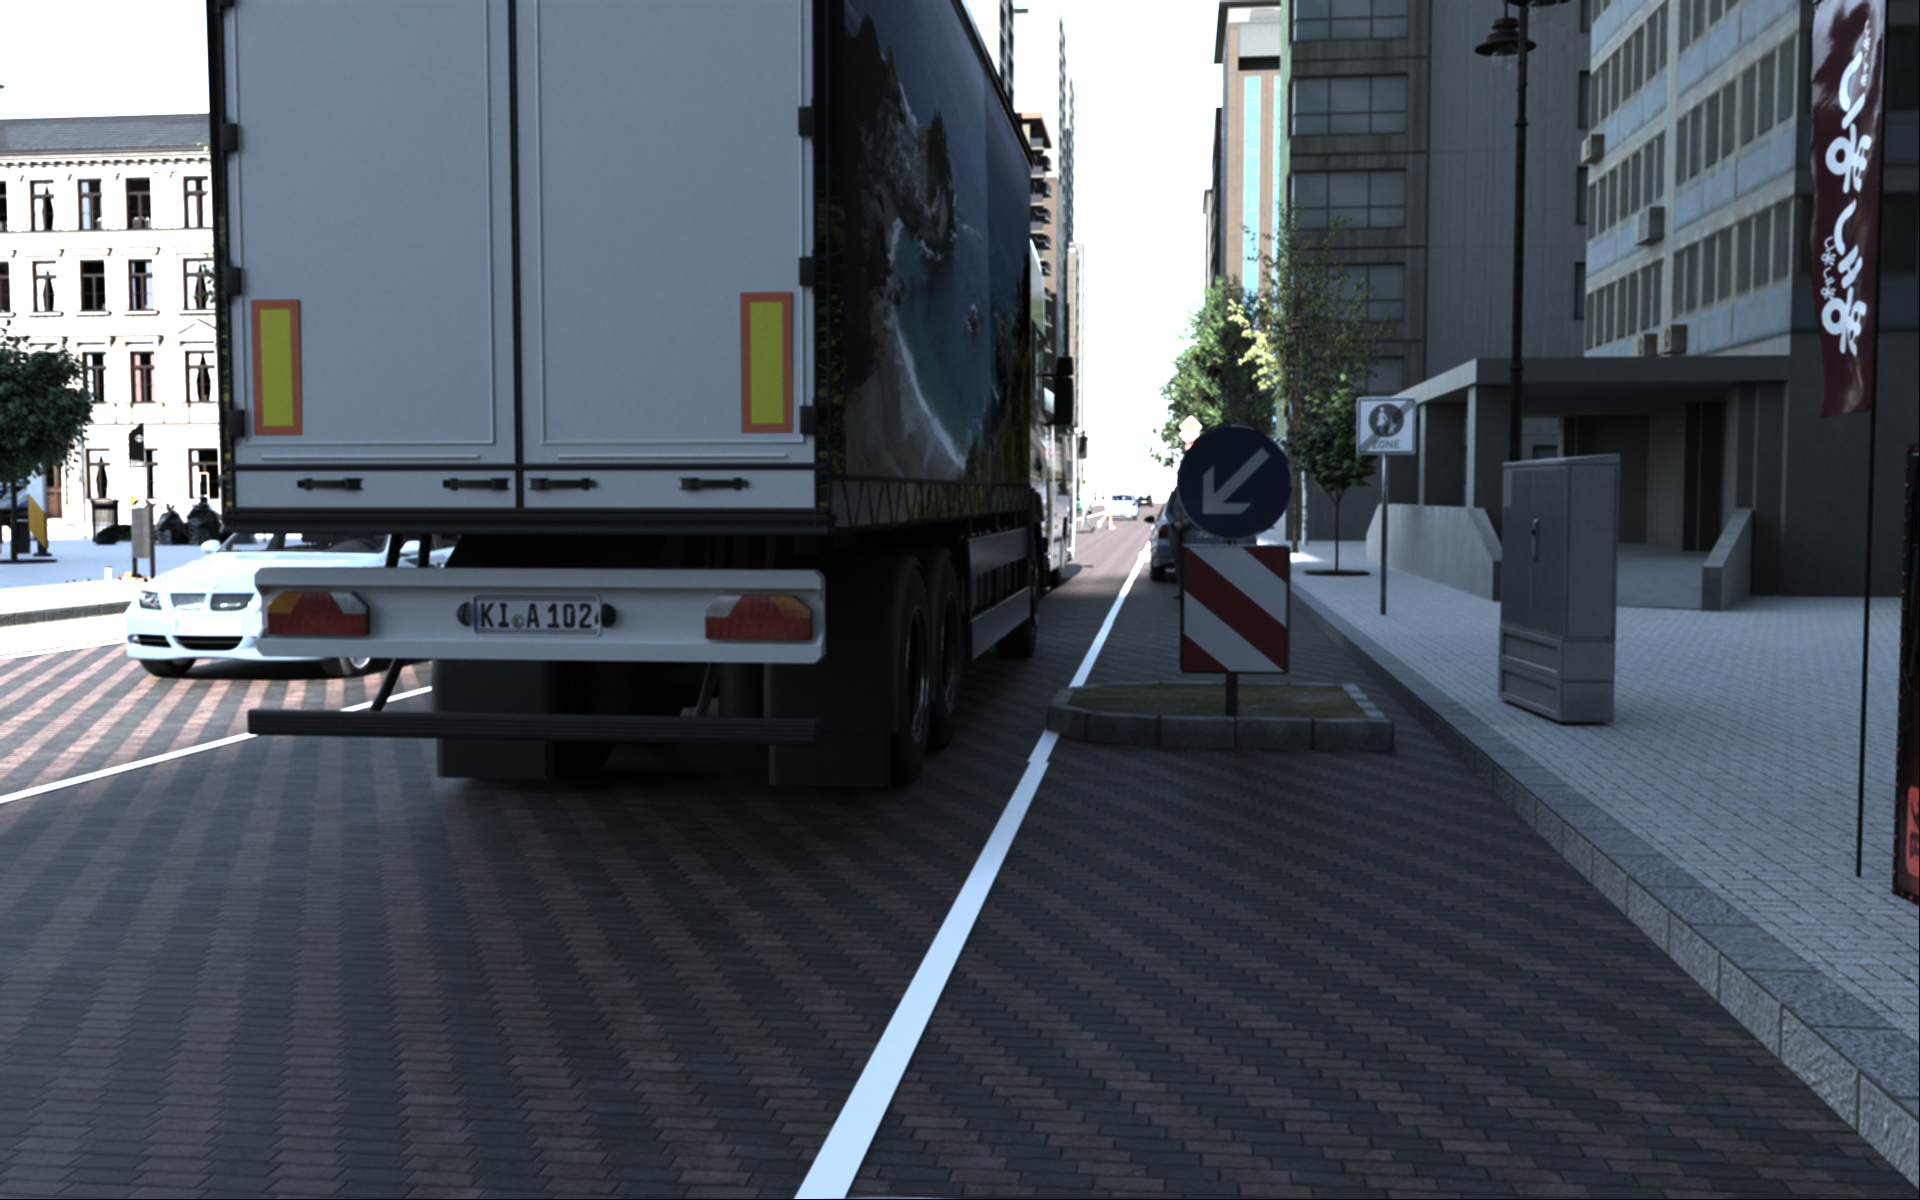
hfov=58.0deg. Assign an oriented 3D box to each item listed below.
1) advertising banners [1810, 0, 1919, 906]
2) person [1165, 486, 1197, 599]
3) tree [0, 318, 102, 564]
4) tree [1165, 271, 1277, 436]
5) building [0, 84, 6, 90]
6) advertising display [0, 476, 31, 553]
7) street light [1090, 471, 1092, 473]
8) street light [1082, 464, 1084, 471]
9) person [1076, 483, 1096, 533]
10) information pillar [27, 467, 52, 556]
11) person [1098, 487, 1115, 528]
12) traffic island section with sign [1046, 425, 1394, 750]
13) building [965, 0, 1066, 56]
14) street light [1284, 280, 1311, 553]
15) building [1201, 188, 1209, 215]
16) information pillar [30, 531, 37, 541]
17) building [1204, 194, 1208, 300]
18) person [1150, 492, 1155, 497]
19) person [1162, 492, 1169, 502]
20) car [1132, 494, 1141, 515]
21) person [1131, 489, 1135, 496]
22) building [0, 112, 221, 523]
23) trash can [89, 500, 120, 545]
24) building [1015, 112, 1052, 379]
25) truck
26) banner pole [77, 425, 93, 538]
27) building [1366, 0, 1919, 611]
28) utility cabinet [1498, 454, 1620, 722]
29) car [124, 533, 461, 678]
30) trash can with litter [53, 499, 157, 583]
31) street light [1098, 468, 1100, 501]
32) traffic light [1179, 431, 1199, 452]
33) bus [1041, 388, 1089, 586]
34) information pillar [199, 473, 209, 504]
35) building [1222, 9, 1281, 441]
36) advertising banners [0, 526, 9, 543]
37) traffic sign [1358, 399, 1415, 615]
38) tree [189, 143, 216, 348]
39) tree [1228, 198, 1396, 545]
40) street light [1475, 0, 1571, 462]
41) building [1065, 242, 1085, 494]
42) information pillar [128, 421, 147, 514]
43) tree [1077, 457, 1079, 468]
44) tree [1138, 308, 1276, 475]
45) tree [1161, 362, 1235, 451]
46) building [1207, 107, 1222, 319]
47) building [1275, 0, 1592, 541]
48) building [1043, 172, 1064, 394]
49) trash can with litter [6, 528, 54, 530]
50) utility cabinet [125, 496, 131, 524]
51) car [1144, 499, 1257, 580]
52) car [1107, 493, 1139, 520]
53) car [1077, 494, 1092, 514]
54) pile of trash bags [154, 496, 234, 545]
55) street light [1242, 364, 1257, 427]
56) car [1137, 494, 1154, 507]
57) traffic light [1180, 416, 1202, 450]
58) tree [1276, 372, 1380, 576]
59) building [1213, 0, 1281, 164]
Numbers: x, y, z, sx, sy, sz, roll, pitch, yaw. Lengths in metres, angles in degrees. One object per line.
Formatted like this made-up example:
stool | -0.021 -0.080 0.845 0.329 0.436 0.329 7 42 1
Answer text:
advertising banners | 2.999 -0.551 5.199 0.090 3.025 2.074 0 4 2
person | 3.044 -0.908 23.624 0.520 1.790 0.573 1 4 10
tree | -17.786 -2.974 32.342 4.285 4.588 4.351 0 3 0
tree | 13.376 -9.556 82.001 9.928 11.665 9.643 0 3 0
building | -62.647 -17.642 85.711 25.104 27.353 12.463 0 4 7
advertising display | -20.353 -1.973 37.471 0.974 1.923 0.123 0 4 -8
street light | 21.080 -18.734 279.095 0.468 5.910 1.993 0 4 7
street light | 18.119 -17.252 254.852 0.468 5.910 1.993 0 4 7
person | 4.595 -3.360 63.535 0.850 1.850 0.679 -1 4 -22
information pillar | -19.014 -2.711 35.671 0.504 3.616 0.183 2 4 25
person | 6.134 -3.852 72.226 0.760 1.731 0.466 -2 4 -26
traffic island section with sign | 1.564 -0.129 10.733 1.989 1.847 2.006 0 4 7
building | 7.237 -49.986 255.524 20.563 71.187 20.611 0 4 7
street light | 7.290 -3.960 37.541 0.468 5.910 1.993 0 4 7
building | 54.465 -42.658 286.691 28.713 52.752 27.495 0 4 7
information pillar | -25.526 -2.641 47.673 0.304 2.012 0.304 1 4 15
building | 47.912 -39.075 262.572 21.300 48.544 21.600 0 4 7
person | 29.684 -15.893 269.062 1.217 1.735 0.721 0 4 -6
person | 35.978 -17.984 303.317 1.217 1.735 0.721 2 4 27
car | 11.249 -6.594 117.593 2.009 1.686 4.222 0 4 6
person | 12.585 -7.211 126.491 0.616 1.811 0.778 2 4 24
building | -40.464 -13.309 82.223 19.286 19.102 10.561 0 4 7
trash can | -21.804 -1.990 44.186 0.748 1.137 0.748 0 3 0
building | -1.146 -33.138 196.427 22.147 44.769 28.867 0 4 7
truck | -0.925 -1.407 11.922 2.839 4.237 11.283 0 4 7
banner pole | -25.411 -3.673 50.078 0.401 3.779 0.863 -1 4 -14
building | 23.209 -20.336 24.376 32.217 40.220 23.993 0 4 7
utility cabinet | 3.467 -0.088 10.120 0.318 1.500 1.173 0 4 1
car | -5.384 -0.191 15.124 2.014 1.417 4.499 0 4 6
trash can with litter | -11.796 -0.866 25.219 2.233 1.210 1.678 3 4 36
street light | 24.259 -20.211 303.241 0.468 5.910 1.993 0 4 7
traffic light | 9.262 -4.974 70.250 0.839 4.253 0.868 0 4 7
bus | -0.013 -1.807 24.401 2.948 3.499 13.247 0 4 8
information pillar | -25.980 -3.367 59.549 0.304 2.012 0.304 -2 4 -24
building | 31.668 -31.300 161.859 14.600 45.320 14.200 0 4 7
advertising banners | -25.014 -2.974 44.811 0.090 3.025 2.074 1 4 8
traffic sign | 4.500 -0.992 18.350 0.606 2.300 0.079 1 4 9
tree | -10.793 -4.873 30.041 4.737 8.622 4.395 0 3 0
tree | 8.630 -5.662 42.941 4.737 8.622 4.395 0 3 0
street light | 4.234 -2.468 13.135 0.468 5.910 1.993 0 4 7
building | 12.359 -36.098 273.796 14.154 41.232 14.086 0 4 7
information pillar | -26.475 -3.941 55.790 0.504 3.616 0.183 -1 4 -13
tree | 12.839 -16.265 216.300 4.360 8.622 3.978 0 3 0
tree | 16.164 -11.610 106.825 9.611 12.733 9.660 0 3 0
tree | 18.160 -12.671 125.301 7.486 12.596 7.792 0 3 0
building | 40.769 -35.632 206.291 21.300 48.544 21.600 0 4 7
building | 16.763 -22.553 52.340 14.154 41.232 14.086 0 4 7
building | 6.890 -36.009 238.850 14.600 45.320 14.200 0 4 7
trash can with litter | -33.639 -3.164 62.788 1.678 1.210 2.233 -1 4 -18
utility cabinet | -31.212 -3.308 65.246 0.306 1.237 1.020 -2 4 -35
car | 4.176 -1.095 29.909 2.014 1.417 4.499 0 4 7
car | 9.026 -5.316 96.512 1.945 1.707 3.694 0 4 5
car | 8.477 -6.924 125.000 2.131 1.459 4.920 1 4 9
pile of trash bags | -19.034 -2.151 44.923 1.912 1.369 3.447 2 4 27
street light | 10.286 -5.439 61.711 0.468 5.910 1.993 0 4 7
car | 20.729 -11.282 194.240 2.009 1.686 4.222 1 4 9
traffic light | 8.276 -4.490 62.326 0.839 4.253 0.868 0 4 7
tree | 6.063 -2.008 27.434 1.663 3.219 1.824 0 3 0
building | 41.108 -36.220 181.430 28.713 52.752 27.495 0 4 7
